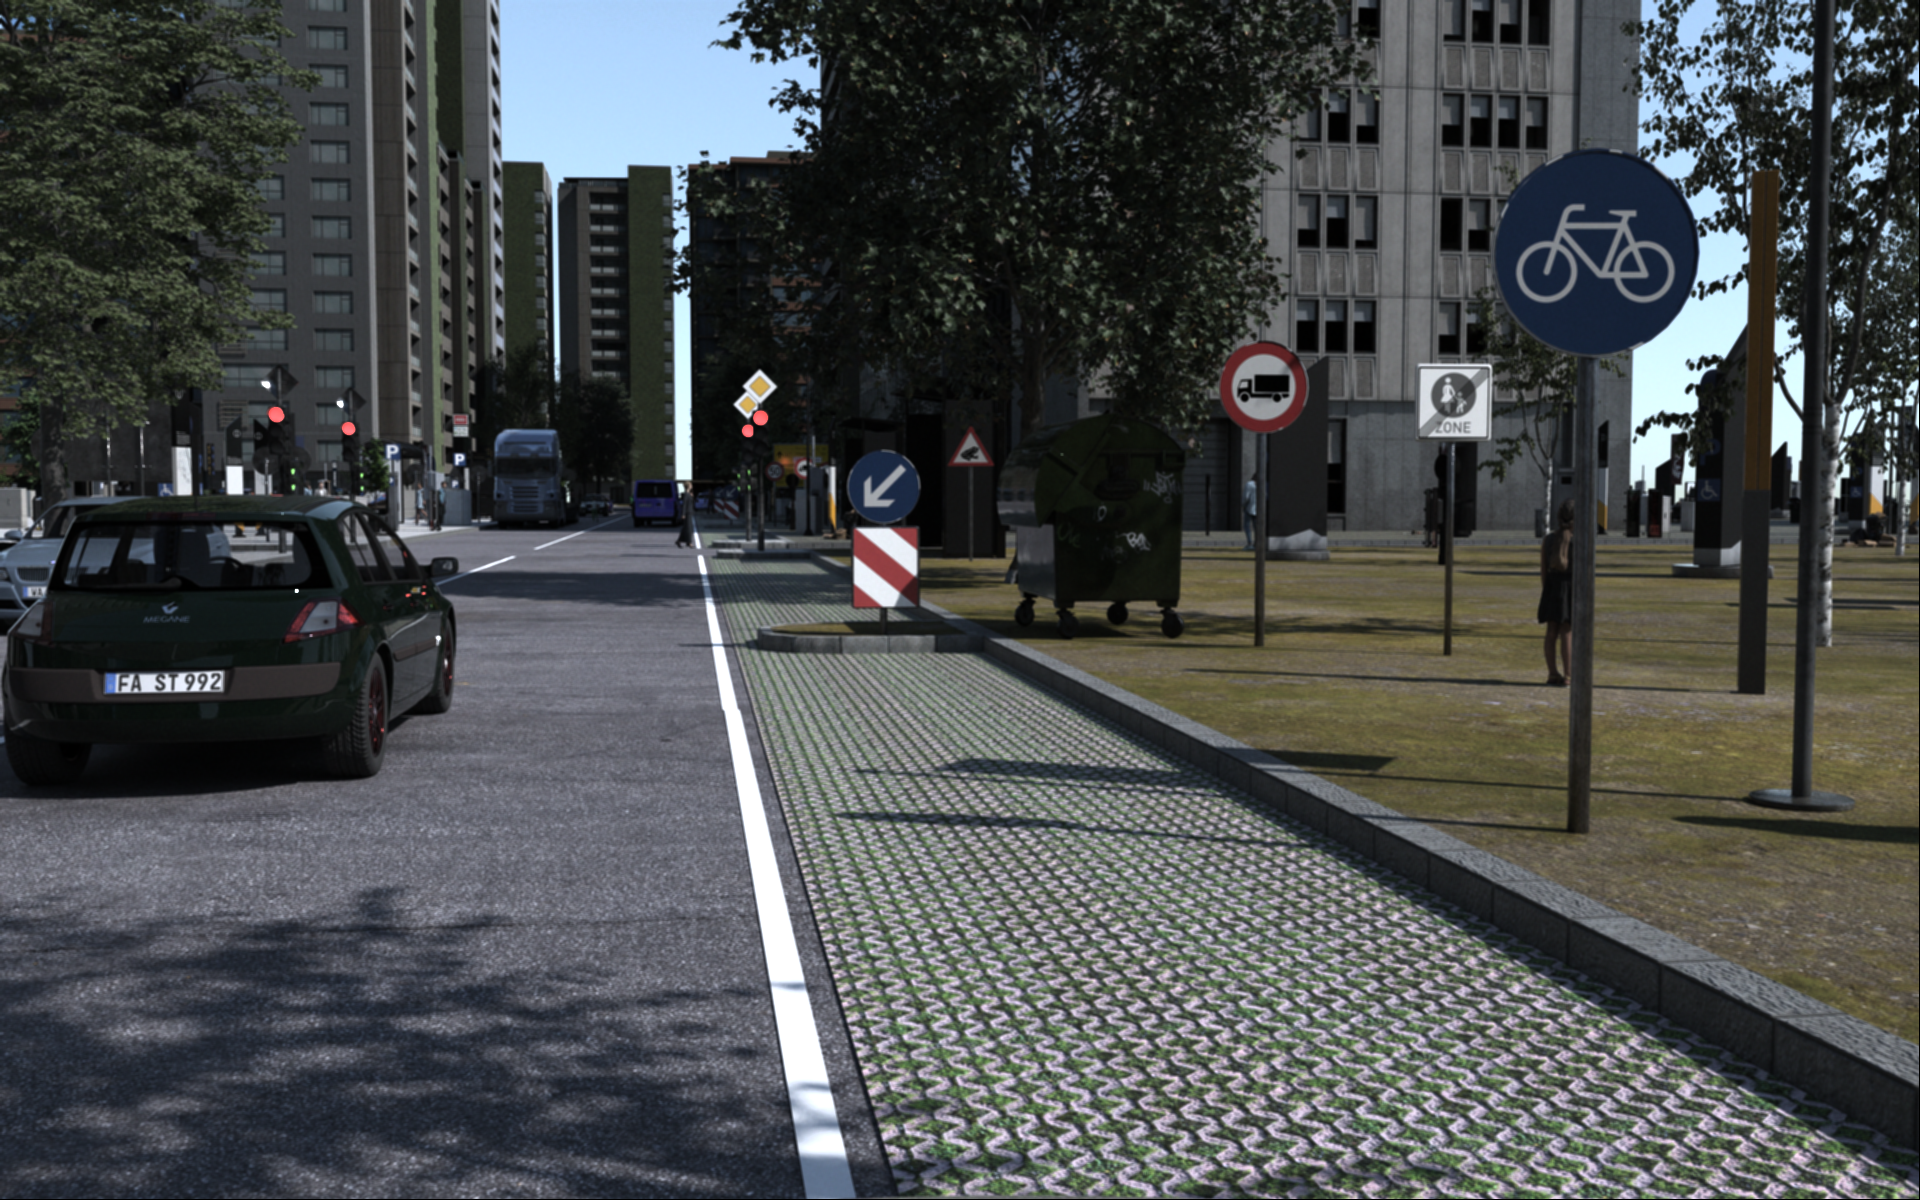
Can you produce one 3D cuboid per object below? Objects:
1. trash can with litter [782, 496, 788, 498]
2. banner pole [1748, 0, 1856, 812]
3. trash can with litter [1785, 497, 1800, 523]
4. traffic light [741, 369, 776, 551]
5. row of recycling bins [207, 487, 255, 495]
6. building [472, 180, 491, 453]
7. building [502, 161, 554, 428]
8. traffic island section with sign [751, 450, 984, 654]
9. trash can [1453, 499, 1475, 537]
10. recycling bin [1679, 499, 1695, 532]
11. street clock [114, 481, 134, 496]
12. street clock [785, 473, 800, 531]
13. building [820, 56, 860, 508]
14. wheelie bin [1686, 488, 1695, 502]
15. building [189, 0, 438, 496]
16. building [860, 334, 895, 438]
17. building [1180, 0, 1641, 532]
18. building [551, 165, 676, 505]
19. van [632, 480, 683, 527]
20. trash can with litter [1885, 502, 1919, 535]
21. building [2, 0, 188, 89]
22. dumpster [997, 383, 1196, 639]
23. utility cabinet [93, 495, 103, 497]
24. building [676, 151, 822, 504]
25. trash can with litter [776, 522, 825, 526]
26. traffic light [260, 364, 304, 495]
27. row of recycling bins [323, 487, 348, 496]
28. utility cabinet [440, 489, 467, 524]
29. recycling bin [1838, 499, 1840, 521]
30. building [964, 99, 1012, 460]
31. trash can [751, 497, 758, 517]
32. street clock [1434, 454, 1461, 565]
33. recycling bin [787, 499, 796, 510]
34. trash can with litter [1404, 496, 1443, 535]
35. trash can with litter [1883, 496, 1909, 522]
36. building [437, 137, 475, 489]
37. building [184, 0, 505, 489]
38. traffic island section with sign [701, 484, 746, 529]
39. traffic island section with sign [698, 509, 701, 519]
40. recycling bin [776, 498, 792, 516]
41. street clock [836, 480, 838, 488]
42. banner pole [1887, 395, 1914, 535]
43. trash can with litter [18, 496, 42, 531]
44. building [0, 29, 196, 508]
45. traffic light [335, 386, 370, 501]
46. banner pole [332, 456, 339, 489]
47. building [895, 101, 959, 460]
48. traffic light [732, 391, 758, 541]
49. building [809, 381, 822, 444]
[{"bbox_3d":[-10.054,-5.564,102.362,1.055,1.170,0.624,2,4,32],"label":"trash can with litter"},{"bbox_3d":[3.585,-1.055,7.268,0.401,3.779,0.863,2,4,26],"label":"banner pole"},{"bbox_3d":[36.940,-3.967,76.253,1.055,1.170,0.624,-2,4,-24],"label":"trash can with litter"},{"bbox_3d":[-4.511,-3.062,38.984,0.839,4.253,0.868,-1,4,-9],"label":"traffic light"},{"bbox_3d":[-44.475,-6.025,105.627,3.534,1.692,1.069,1,4,16],"label":"row of recycling bins"},{"bbox_3d":[-49.239,-23.265,152.091,14.160,30.474,14.107,-1,4,-9],"label":"building"},{"bbox_3d":[-57.893,-32.503,215.013,14.086,41.232,14.154,-1,4,-9],"label":"building"},{"bbox_3d":[-0.906,-0.474,16.375,1.989,1.847,2.006,-1,4,-9],"label":"traffic island section with sign"},{"bbox_3d":[14.874,-2.429,51.369,0.748,1.137,0.748,0,3,0],"label":"trash can"},{"bbox_3d":[25.128,-2.849,59.131,0.722,1.027,0.722,-1,4,-10],"label":"recycling bin"},{"bbox_3d":[-17.132,-1.892,35.509,0.471,2.002,0.358,2,4,30],"label":"street clock"},{"bbox_3d":[-5.886,-3.449,60.968,0.471,2.002,0.358,0,4,6],"label":"street clock"},{"bbox_3d":[-0.643,-32.249,150.972,21.300,48.544,21.600,-1,4,-9],"label":"building"},{"bbox_3d":[38.056,-4.992,89.526,0.980,1.594,0.693,3,4,38],"label":"wheelie bin"},{"bbox_3d":[-45.335,-26.914,123.636,14.154,41.232,14.086,-1,4,-9],"label":"building"},{"bbox_3d":[-0.636,-15.915,114.963,10.420,20.320,16.860,-1,4,-9],"label":"building"},{"bbox_3d":[12.809,-15.082,64.615,19.932,24.808,12.078,-1,4,-9],"label":"building"},{"bbox_3d":[-42.950,-32.655,217.499,14.086,41.232,14.154,-1,4,-9],"label":"building"},{"bbox_3d":[-13.323,-4.398,76.289,2.240,2.365,5.245,0,4,-7],"label":"van"},{"bbox_3d":[29.970,-2.672,55.075,1.055,1.170,0.624,1,4,21],"label":"trash can with litter"},{"bbox_3d":[-101.441,-54.944,211.002,31.000,86.520,22.319,-1,4,-9],"label":"building"},{"bbox_3d":[1.244,-0.831,16.073,1.502,2.255,1.985,-1,4,-9],"label":"dumpster"},{"bbox_3d":[-40.237,-4.305,81.547,1.020,1.237,0.306,-1,4,-17],"label":"utility cabinet"},{"bbox_3d":[-22.262,-34.829,224.080,28.867,44.769,22.147,-1,4,-9],"label":"building"},{"bbox_3d":[-6.415,-3.649,70.718,2.233,1.210,1.678,-1,4,-10],"label":"trash can with litter"},{"bbox_3d":[-14.646,-2.964,37.383,0.839,4.253,0.868,-1,4,-9],"label":"traffic light"},{"bbox_3d":[-35.626,-5.738,100.931,3.534,1.692,1.069,0,4,5],"label":"row of recycling bins"},{"bbox_3d":[-21.348,-3.930,72.935,1.173,1.500,0.318,1,4,13],"label":"utility cabinet"},{"bbox_3d":[42.867,-4.337,83.456,0.722,1.027,0.722,-2,4,-25],"label":"recycling bin"},{"bbox_3d":[7.334,-15.212,78.401,12.332,23.373,15.834,-1,4,-9],"label":"building"},{"bbox_3d":[-11.771,-5.349,99.105,0.748,1.137,0.748,0,3,0],"label":"trash can"},{"bbox_3d":[8.802,-1.636,31.321,0.358,2.002,0.471,-1,4,-21],"label":"street clock"},{"bbox_3d":[-5.596,-3.012,61.794,0.722,1.027,0.722,1,4,20],"label":"recycling bin"},{"bbox_3d":[14.927,-2.717,55.475,2.233,1.210,1.678,-2,4,-35],"label":"trash can with litter"},{"bbox_3d":[42.743,-4.241,80.390,2.233,1.210,1.678,3,4,36],"label":"trash can with litter"},{"bbox_3d":[-47.275,-22.412,138.145,14.160,30.474,14.107,-1,4,-9],"label":"building"},{"bbox_3d":[-59.738,-38.409,169.983,28.212,58.520,21.231,-1,4,-9],"label":"building"},{"bbox_3d":[-9.604,-3.862,71.766,1.989,1.847,2.006,-1,4,-9],"label":"traffic island section with sign"},{"bbox_3d":[-13.817,-5.505,98.627,1.989,1.847,2.006,-1,4,-9],"label":"traffic island section with sign"},{"bbox_3d":[-10.126,-5.324,99.602,0.722,1.027,0.722,-2,4,-27],"label":"recycling bin"},{"bbox_3d":[-6.077,-4.785,82.808,0.358,2.002,0.471,3,5,43],"label":"street clock"},{"bbox_3d":[23.521,-3.266,43.412,0.401,3.779,0.863,-1,4,-16],"label":"banner pole"},{"bbox_3d":[-32.448,-3.077,61.361,1.678,1.210,2.233,-1,4,-10],"label":"trash can with litter"},{"bbox_3d":[-88.010,-31.306,166.478,28.867,44.769,22.147,-1,4,-9],"label":"building"},{"bbox_3d":[-15.885,-3.447,45.272,0.839,4.253,0.868,-1,4,-9],"label":"traffic light"},{"bbox_3d":[-41.172,-7.605,114.363,0.401,3.779,0.863,1,4,18],"label":"banner pole"},{"bbox_3d":[3.487,-17.056,96.885,12.078,24.808,19.932,-1,4,-9],"label":"building"},{"bbox_3d":[-5.750,-3.544,46.873,0.839,4.253,0.868,-1,4,-9],"label":"traffic light"},{"bbox_3d":[-0.689,-20.322,177.300,27.650,21.520,28.899,-1,4,-9],"label":"building"}]
